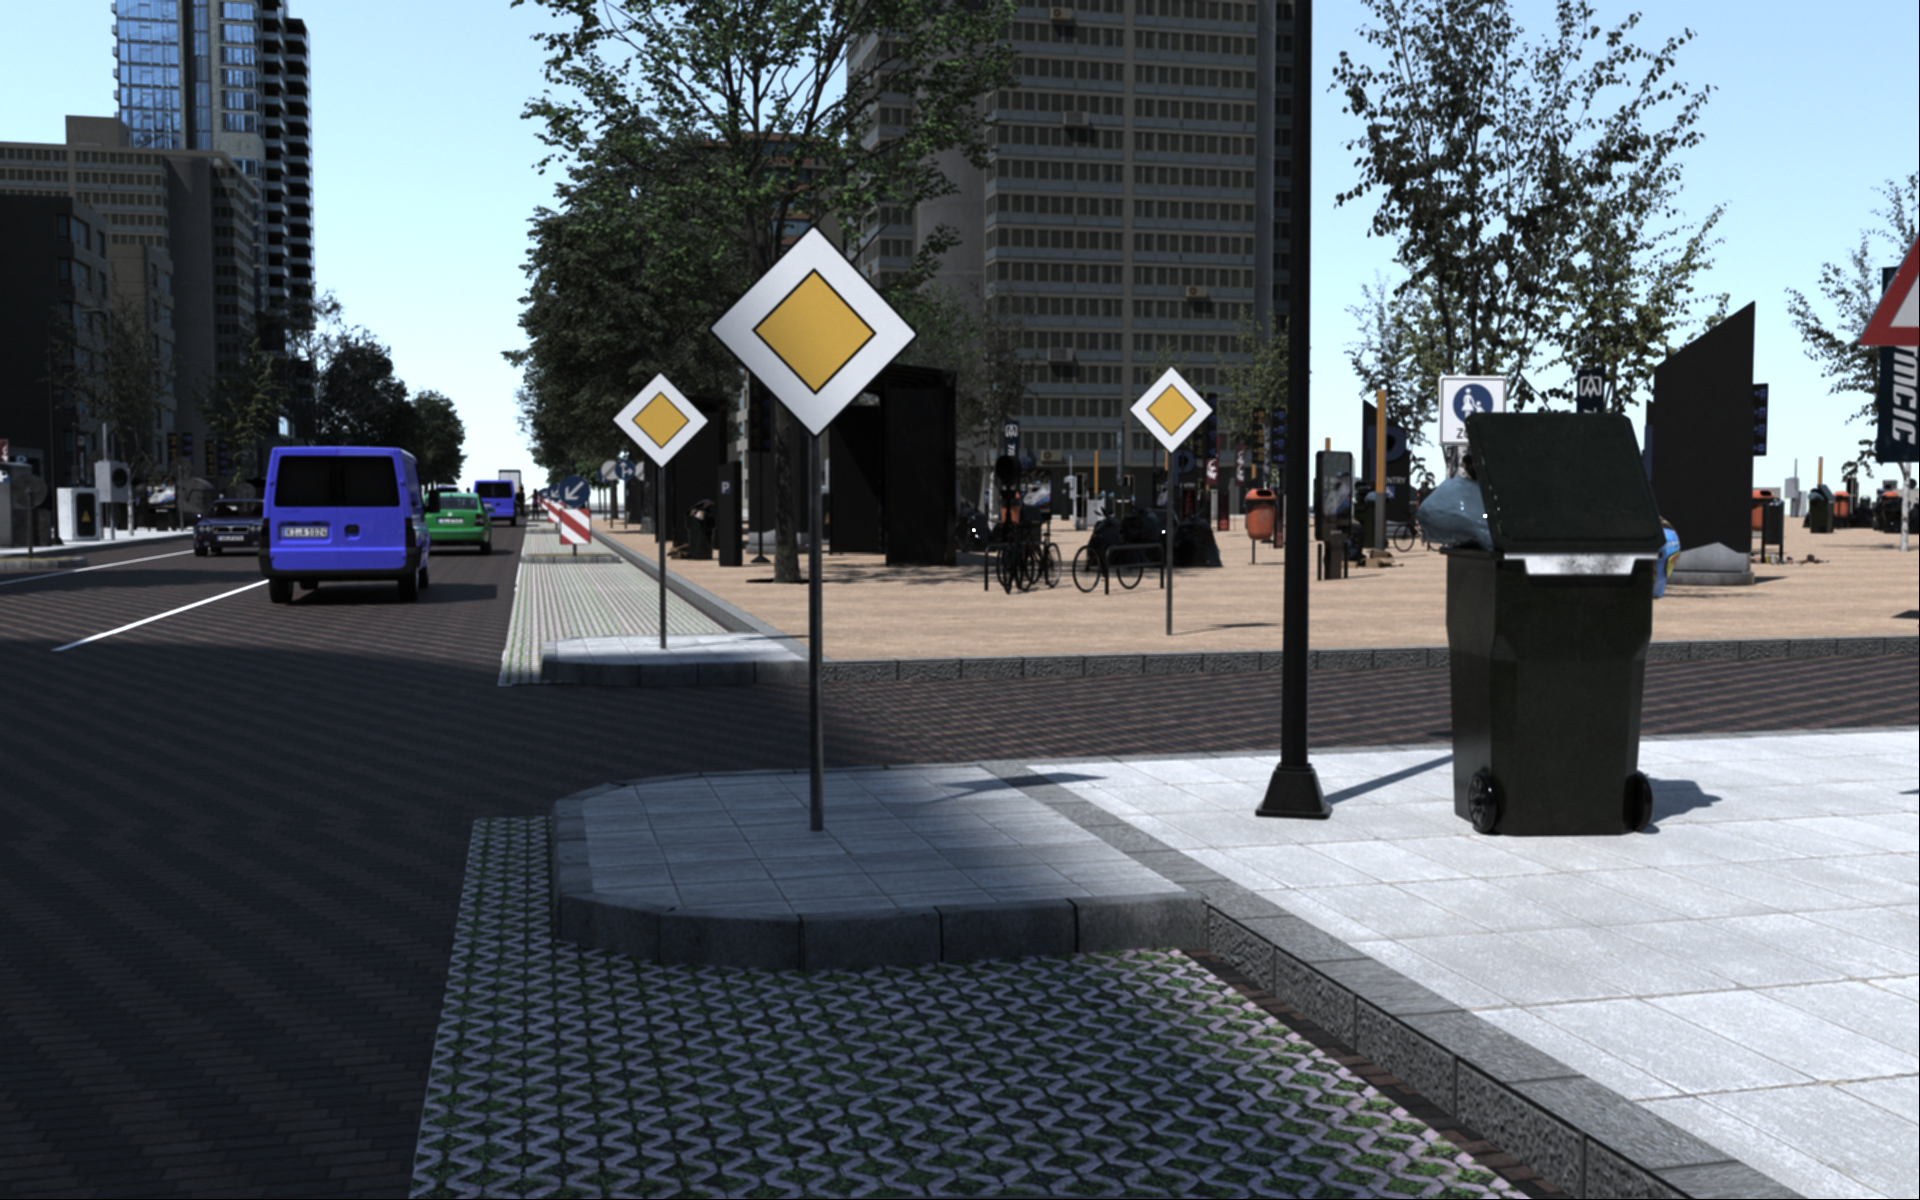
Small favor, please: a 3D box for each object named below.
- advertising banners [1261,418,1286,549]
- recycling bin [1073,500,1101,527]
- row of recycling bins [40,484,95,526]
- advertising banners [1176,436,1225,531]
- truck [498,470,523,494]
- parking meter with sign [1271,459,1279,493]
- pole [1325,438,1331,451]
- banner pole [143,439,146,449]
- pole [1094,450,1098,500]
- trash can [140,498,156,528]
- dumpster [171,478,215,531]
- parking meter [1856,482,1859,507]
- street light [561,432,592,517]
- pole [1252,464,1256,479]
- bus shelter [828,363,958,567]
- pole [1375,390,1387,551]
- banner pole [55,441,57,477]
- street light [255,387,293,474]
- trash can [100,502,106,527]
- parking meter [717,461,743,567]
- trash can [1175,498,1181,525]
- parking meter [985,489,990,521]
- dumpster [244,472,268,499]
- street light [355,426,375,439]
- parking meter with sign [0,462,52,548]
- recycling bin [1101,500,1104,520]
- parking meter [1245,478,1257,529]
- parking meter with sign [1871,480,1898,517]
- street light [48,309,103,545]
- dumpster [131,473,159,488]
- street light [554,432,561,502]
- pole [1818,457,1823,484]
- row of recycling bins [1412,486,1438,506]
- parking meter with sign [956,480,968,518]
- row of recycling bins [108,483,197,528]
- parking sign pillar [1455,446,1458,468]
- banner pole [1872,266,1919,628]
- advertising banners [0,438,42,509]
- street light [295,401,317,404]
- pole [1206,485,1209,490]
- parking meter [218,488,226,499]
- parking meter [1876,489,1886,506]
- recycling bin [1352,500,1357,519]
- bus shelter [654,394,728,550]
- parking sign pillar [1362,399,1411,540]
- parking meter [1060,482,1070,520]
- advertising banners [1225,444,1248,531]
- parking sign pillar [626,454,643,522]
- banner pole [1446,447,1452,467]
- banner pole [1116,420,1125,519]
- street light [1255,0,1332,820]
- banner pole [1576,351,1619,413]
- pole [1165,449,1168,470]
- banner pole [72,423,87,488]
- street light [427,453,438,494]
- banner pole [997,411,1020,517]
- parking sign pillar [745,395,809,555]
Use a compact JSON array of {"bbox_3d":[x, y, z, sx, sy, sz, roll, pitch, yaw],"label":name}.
[{"bbox_3d":[7.548,-2.733,40.874,0.090,3.025,2.074,2,4,35],"label":"advertising banners"},{"bbox_3d":[4.931,-3.397,68.087,0.722,1.027,0.722,-2,4,-28],"label":"recycling bin"},{"bbox_3d":[-35.745,-3.778,68.885,3.534,1.692,1.069,0,4,7],"label":"row of recycling bins"},{"bbox_3d":[6.901,-3.435,52.354,2.074,3.025,0.090,2,4,24],"label":"advertising banners"},{"bbox_3d":[-53.197,-13.212,204.925,2.839,4.237,11.283,-1,4,-14],"label":"truck"},{"bbox_3d":[15.818,-5.559,87.146,0.543,3.016,1.738,1,4,18],"label":"parking meter with sign"},{"bbox_3d":[13.268,-4.203,62.563,0.158,3.312,0.155,0,3,0],"label":"pole"},{"bbox_3d":[-37.519,-5.481,79.635,0.401,3.779,0.863,-3,5,-45],"label":"banner pole"},{"bbox_3d":[6.374,-5.330,80.985,0.158,3.312,0.155,0,3,0],"label":"pole"},{"bbox_3d":[-30.748,-3.313,65.818,0.748,1.137,0.748,0,3,0],"label":"trash can"},{"bbox_3d":[-27.208,-3.400,61.355,1.264,1.857,1.865,-1,4,-14],"label":"dumpster"},{"bbox_3d":[43.521,-4.809,84.344,0.399,1.863,0.255,-2,4,-35],"label":"parking meter"},{"bbox_3d":[-21.638,-7.678,98.069,1.470,5.913,1.316,-1,4,-14],"label":"street light"},{"bbox_3d":[13.683,-5.309,80.638,0.158,3.312,0.155,0,3,0],"label":"pole"},{"bbox_3d":[-1.539,-2.581,33.478,1.731,3.624,6.357,-1,4,-14],"label":"bus shelter"},{"bbox_3d":[8.298,-2.465,34.138,0.158,3.312,0.155,0,3,0],"label":"pole"},{"bbox_3d":[-42.492,-5.591,81.435,0.401,3.779,0.863,-2,4,-27],"label":"banner pole"},{"bbox_3d":[-29.965,-6.286,75.313,1.470,5.913,1.316,-1,4,-14],"label":"street light"},{"bbox_3d":[-33.559,-3.409,67.393,0.748,1.137,0.748,0,3,0],"label":"trash can"},{"bbox_3d":[-4.071,-1.525,30.638,0.399,1.863,0.255,2,4,33],"label":"parking meter"},{"bbox_3d":[7.600,-2.889,58.881,0.748,1.137,0.748,0,3,0],"label":"trash can"},{"bbox_3d":[1.356,-4.498,81.946,0.372,1.533,0.369,0,3,0],"label":"parking meter"},{"bbox_3d":[-25.574,-3.636,64.401,1.985,2.255,1.502,-1,4,-16],"label":"dumpster"},{"bbox_3d":[-40.569,-8.900,118.063,1.470,5.913,1.316,-1,4,-14],"label":"street light"},{"bbox_3d":[-22.756,-2.783,41.765,0.543,3.016,1.738,1,4,16],"label":"parking meter with sign"},{"bbox_3d":[5.792,-3.754,73.935,0.722,1.027,0.722,0,4,3],"label":"recycling bin"},{"bbox_3d":[10.600,-3.508,63.072,0.399,1.863,0.255,-1,4,-21],"label":"parking meter"},{"bbox_3d":[50.887,-6.025,94.770,1.738,3.016,0.543,3,4,38],"label":"parking meter with sign"},{"bbox_3d":[-22.187,-4.339,43.487,1.470,5.913,1.316,-1,4,-14],"label":"street light"},{"bbox_3d":[-34.579,-4.344,73.521,1.502,2.255,1.985,-1,4,-14],"label":"dumpster"},{"bbox_3d":[-29.480,-9.623,129.880,1.470,5.913,1.316,-1,4,-14],"label":"street light"},{"bbox_3d":[46.823,-6.144,94.304,0.158,3.312,0.155,0,3,0],"label":"pole"},{"bbox_3d":[24.513,-5.241,92.796,3.534,1.692,1.069,-1,4,-20],"label":"row of recycling bins"},{"bbox_3d":[-0.293,-5.863,92.123,0.543,3.016,1.738,3,5,43],"label":"parking meter with sign"},{"bbox_3d":[-31.163,-3.680,67.284,3.534,1.692,1.069,-2,4,-25],"label":"row of recycling bins"},{"bbox_3d":[21.678,-5.222,73.844,1.447,3.967,1.447,-1,4,-9],"label":"parking sign pillar"},{"bbox_3d":[9.234,-1.627,16.625,0.863,3.779,0.401,3,5,43],"label":"banner pole"},{"bbox_3d":[-29.378,-3.544,54.139,2.074,3.025,0.090,2,4,30],"label":"advertising banners"},{"bbox_3d":[-32.716,-6.955,86.255,1.470,5.913,1.316,-1,4,-14],"label":"street light"},{"bbox_3d":[10.814,-5.015,75.836,0.158,3.312,0.155,0,3,0],"label":"pole"},{"bbox_3d":[-31.633,-4.026,74.229,0.372,1.533,0.369,0,3,0],"label":"parking meter"},{"bbox_3d":[42.634,-4.389,80.171,0.372,1.533,0.369,0,3,0],"label":"parking meter"},{"bbox_3d":[16.310,-3.608,71.542,0.722,1.027,0.722,-1,4,-10],"label":"recycling bin"},{"bbox_3d":[-6.800,-3.137,42.574,1.731,3.624,6.357,-1,4,-14],"label":"bus shelter"},{"bbox_3d":[12.144,-3.725,49.371,1.447,3.967,1.447,-1,4,-10],"label":"parking sign pillar"},{"bbox_3d":[5.141,-4.835,84.765,0.399,1.863,0.255,2,4,31],"label":"parking meter"},{"bbox_3d":[9.124,-3.909,60.098,2.074,3.025,0.090,-2,4,-27],"label":"advertising banners"},{"bbox_3d":[-14.844,-5.630,80.530,1.447,3.967,1.447,-2,4,-28],"label":"parking sign pillar"},{"bbox_3d":[22.835,-5.528,80.396,0.401,3.779,0.863,-2,4,-29],"label":"banner pole"},{"bbox_3d":[5.421,-4.183,58.407,0.401,3.779,0.863,2,4,26],"label":"banner pole"},{"bbox_3d":[0.819,-2.088,6.680,1.470,5.913,1.316,-1,4,-14],"label":"street light"},{"bbox_3d":[11.275,-2.480,30.566,0.863,3.779,0.401,1,4,14],"label":"banner pole"},{"bbox_3d":[8.208,-4.562,68.437,0.158,3.312,0.155,0,3,0],"label":"pole"},{"bbox_3d":[-31.157,-4.360,61.299,0.401,3.779,0.863,0,4,7],"label":"banner pole"},{"bbox_3d":[-60.380,-13.798,198.143,1.470,5.913,1.316,-1,4,-14],"label":"street light"},{"bbox_3d":[1.394,-3.785,51.899,0.863,3.779,0.401,1,4,23],"label":"banner pole"},{"bbox_3d":[-3.900,-2.983,37.241,1.447,3.967,1.447,2,4,25],"label":"parking sign pillar"}]
